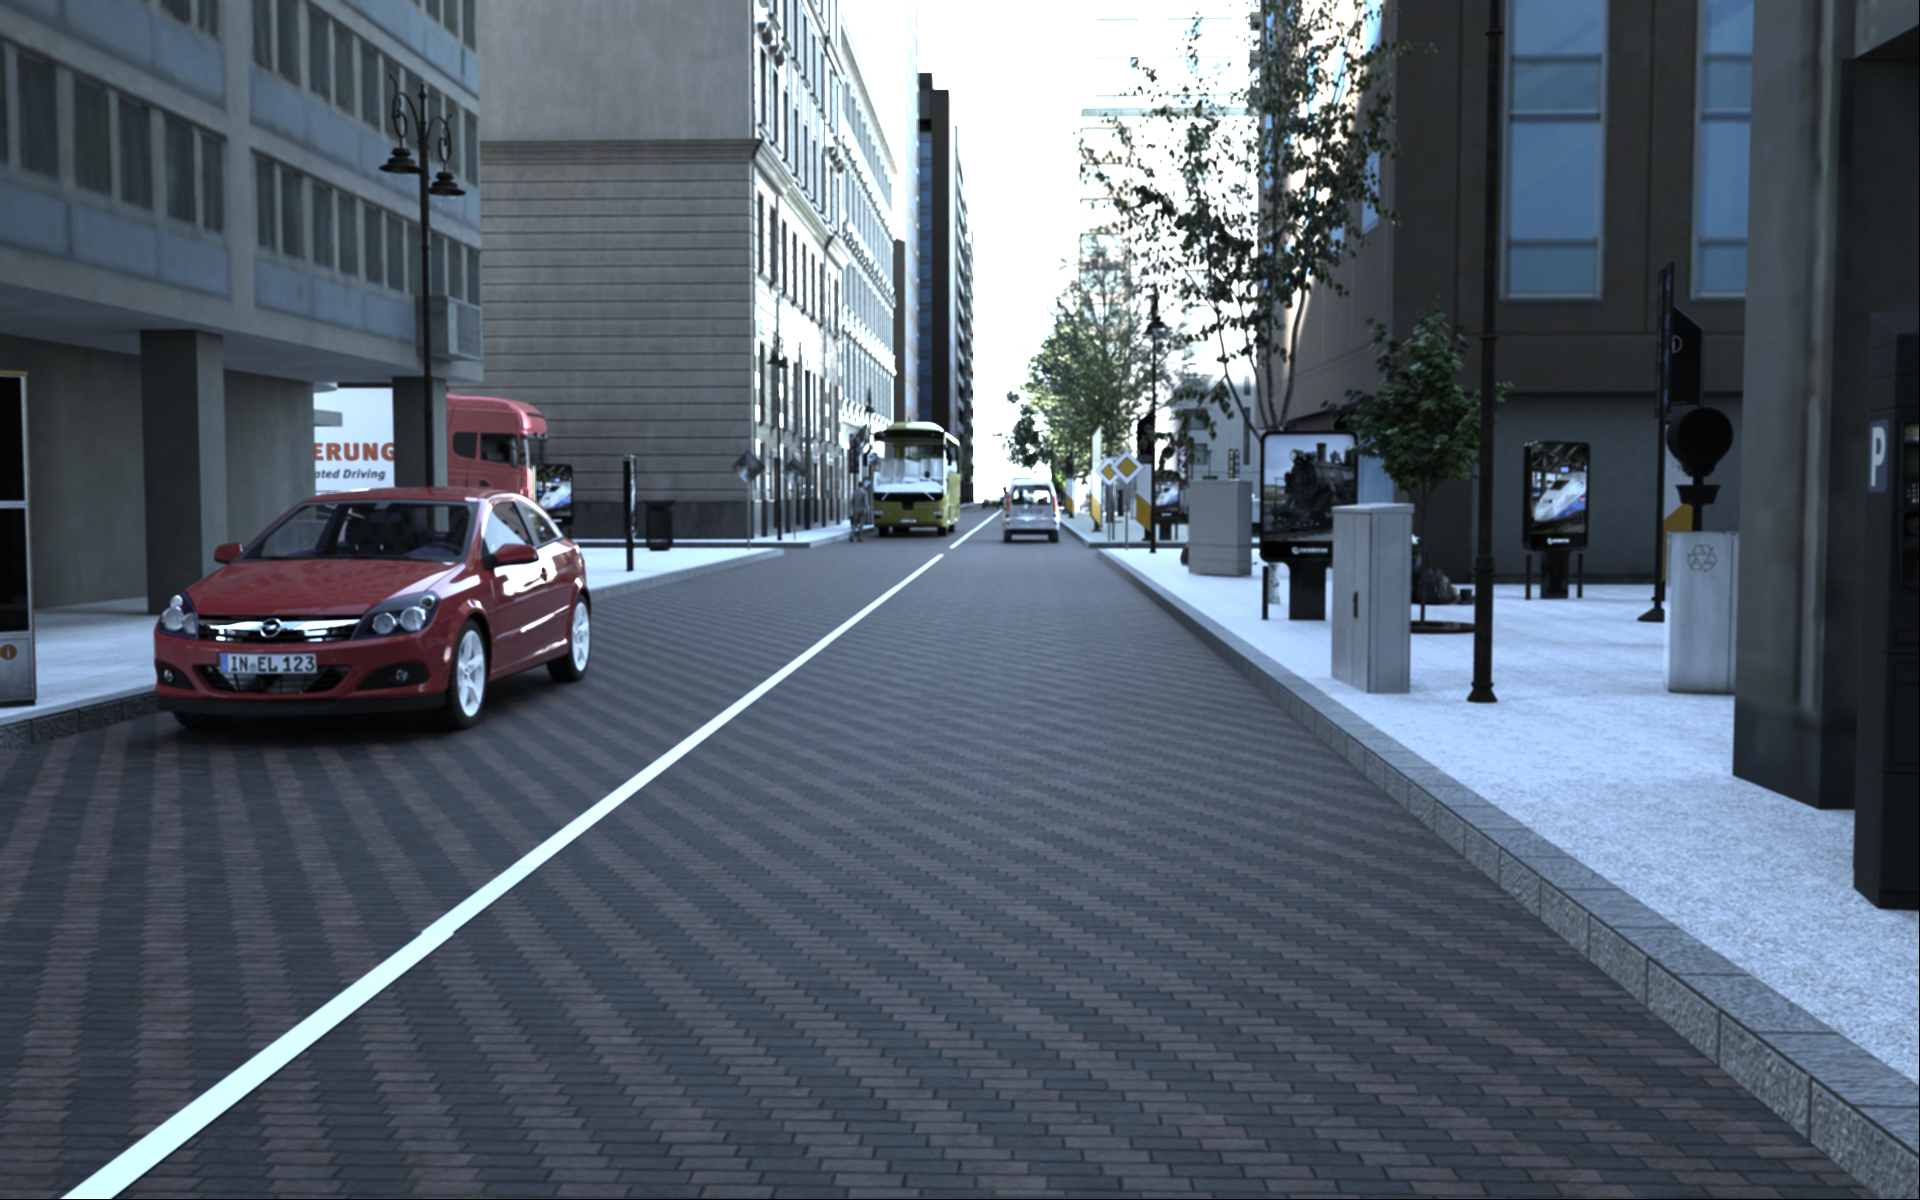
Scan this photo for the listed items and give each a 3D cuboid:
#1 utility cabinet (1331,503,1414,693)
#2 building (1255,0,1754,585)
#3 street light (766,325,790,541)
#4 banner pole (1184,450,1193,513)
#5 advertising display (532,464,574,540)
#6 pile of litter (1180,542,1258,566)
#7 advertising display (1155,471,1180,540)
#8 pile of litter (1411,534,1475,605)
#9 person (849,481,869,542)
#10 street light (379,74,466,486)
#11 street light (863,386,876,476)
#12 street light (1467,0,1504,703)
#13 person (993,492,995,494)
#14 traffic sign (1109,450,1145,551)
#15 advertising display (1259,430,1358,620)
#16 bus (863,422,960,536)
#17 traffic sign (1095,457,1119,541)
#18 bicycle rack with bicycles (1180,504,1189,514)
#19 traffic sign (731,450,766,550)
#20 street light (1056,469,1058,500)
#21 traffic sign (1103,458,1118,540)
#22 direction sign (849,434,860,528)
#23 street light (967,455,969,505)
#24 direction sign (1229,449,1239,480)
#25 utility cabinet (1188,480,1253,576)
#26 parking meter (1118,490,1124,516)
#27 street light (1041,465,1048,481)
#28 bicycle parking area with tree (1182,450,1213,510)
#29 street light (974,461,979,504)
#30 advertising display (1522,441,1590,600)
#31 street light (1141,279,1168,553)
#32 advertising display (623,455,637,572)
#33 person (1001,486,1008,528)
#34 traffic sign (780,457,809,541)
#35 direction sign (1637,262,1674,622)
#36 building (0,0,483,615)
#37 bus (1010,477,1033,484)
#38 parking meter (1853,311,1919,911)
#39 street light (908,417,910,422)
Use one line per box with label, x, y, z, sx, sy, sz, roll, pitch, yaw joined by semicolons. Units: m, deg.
utility cabinet;2.744;-0.028;11.618;0.306;1.237;1.020;0;4;-1
building;13.154;-23.216;29.695;14.600;45.320;14.200;0;4;2
street light;-4.980;-4.578;47.633;0.468;5.910;1.993;0;4;2
banner pole;11.220;-5.825;85.262;0.401;3.779;0.863;-2;4;-29
advertising display;-8.709;-1.949;37.077;0.123;1.923;0.974;3;5;40
pile of litter;4.693;-1.059;31.286;1.719;0.858;1.176;-2;4;-25
advertising display;5.733;-2.636;48.307;0.974;1.923;0.123;-3;4;-36
pile of litter;5.437;-0.408;20.631;1.176;0.858;1.719;-2;4;-31
person;-3.020;-2.660;52.106;0.709;1.813;0.853;2;4;23
street light;-6.053;-2.868;19.678;0.468;5.910;1.993;0;4;2
street light;-3.890;-6.225;74.569;0.468;5.910;1.993;0;4;2
street light;3.233;-2.309;10.546;0.468;5.910;1.993;0;4;2
person;5.188;-15.794;267.421;1.217;1.739;0.721;3;4;36
traffic sign;3.767;-2.171;39.134;0.795;2.450;0.064;0;4;2
advertising display;3.537;-0.757;17.593;0.974;1.923;0.123;1;4;10
bus;-1.478;-4.342;62.544;2.896;3.916;12.252;0;4;2
traffic sign;4.058;-2.659;47.113;0.795;2.450;0.064;0;4;2
bicycle rack with bicycles;12.346;-4.731;90.740;2.925;0.926;2.852;2;4;27
traffic sign;-4.820;-2.191;39.466;0.795;2.450;0.064;0;4;2
street light;8.032;-10.453;143.701;0.468;5.910;1.993;0;4;2
traffic sign;4.302;-2.839;48.543;0.606;2.300;0.079;0;4;8
direction sign;-3.970;-4.481;65.260;0.379;3.537;0.876;1;4;20
street light;0.897;-14.350;207.404;0.468;5.910;1.993;0;4;2
direction sign;13.737;-5.810;86.993;0.379;3.537;0.876;3;5;41
utility cabinet;4.094;-1.134;27.221;0.318;1.500;1.173;-2;4;-32
parking meter;9.278;-5.588;99.778;0.372;1.533;0.369;0;3;0
street light;11.007;-15.538;226.830;0.468;5.910;1.993;0;4;2
bicycle parking area with tree;18.959;-7.784;114.274;8.231;4.147;9.016;0;4;3
street light;1.942;-16.023;234.757;0.468;5.910;1.993;0;4;2
advertising display;7.287;-0.976;21.178;0.974;1.923;0.123;-2;4;-26
street light;4.195;-3.957;37.487;0.468;5.910;1.993;0;4;2
advertising display;-5.519;-1.454;28.986;0.123;1.923;0.974;0;4;-5
person;1.972;-3.913;72.826;0.721;1.781;0.623;-3;5;-39
traffic sign;-4.530;-2.679;47.446;0.795;2.450;0.064;0;4;2
direction sign;7.044;-1.553;17.384;0.379;3.537;0.876;1;4;14
building;-19.110;-20.045;19.612;23.993;40.220;32.217;0;4;2
bus;6.933;-11.886;189.202;2.948;3.499;13.247;0;4;3
parking meter;2.994;0.019;5.406;0.255;1.863;0.399;1;4;14
street light;-3.001;-7.904;102.015;0.468;5.910;1.993;0;4;2
